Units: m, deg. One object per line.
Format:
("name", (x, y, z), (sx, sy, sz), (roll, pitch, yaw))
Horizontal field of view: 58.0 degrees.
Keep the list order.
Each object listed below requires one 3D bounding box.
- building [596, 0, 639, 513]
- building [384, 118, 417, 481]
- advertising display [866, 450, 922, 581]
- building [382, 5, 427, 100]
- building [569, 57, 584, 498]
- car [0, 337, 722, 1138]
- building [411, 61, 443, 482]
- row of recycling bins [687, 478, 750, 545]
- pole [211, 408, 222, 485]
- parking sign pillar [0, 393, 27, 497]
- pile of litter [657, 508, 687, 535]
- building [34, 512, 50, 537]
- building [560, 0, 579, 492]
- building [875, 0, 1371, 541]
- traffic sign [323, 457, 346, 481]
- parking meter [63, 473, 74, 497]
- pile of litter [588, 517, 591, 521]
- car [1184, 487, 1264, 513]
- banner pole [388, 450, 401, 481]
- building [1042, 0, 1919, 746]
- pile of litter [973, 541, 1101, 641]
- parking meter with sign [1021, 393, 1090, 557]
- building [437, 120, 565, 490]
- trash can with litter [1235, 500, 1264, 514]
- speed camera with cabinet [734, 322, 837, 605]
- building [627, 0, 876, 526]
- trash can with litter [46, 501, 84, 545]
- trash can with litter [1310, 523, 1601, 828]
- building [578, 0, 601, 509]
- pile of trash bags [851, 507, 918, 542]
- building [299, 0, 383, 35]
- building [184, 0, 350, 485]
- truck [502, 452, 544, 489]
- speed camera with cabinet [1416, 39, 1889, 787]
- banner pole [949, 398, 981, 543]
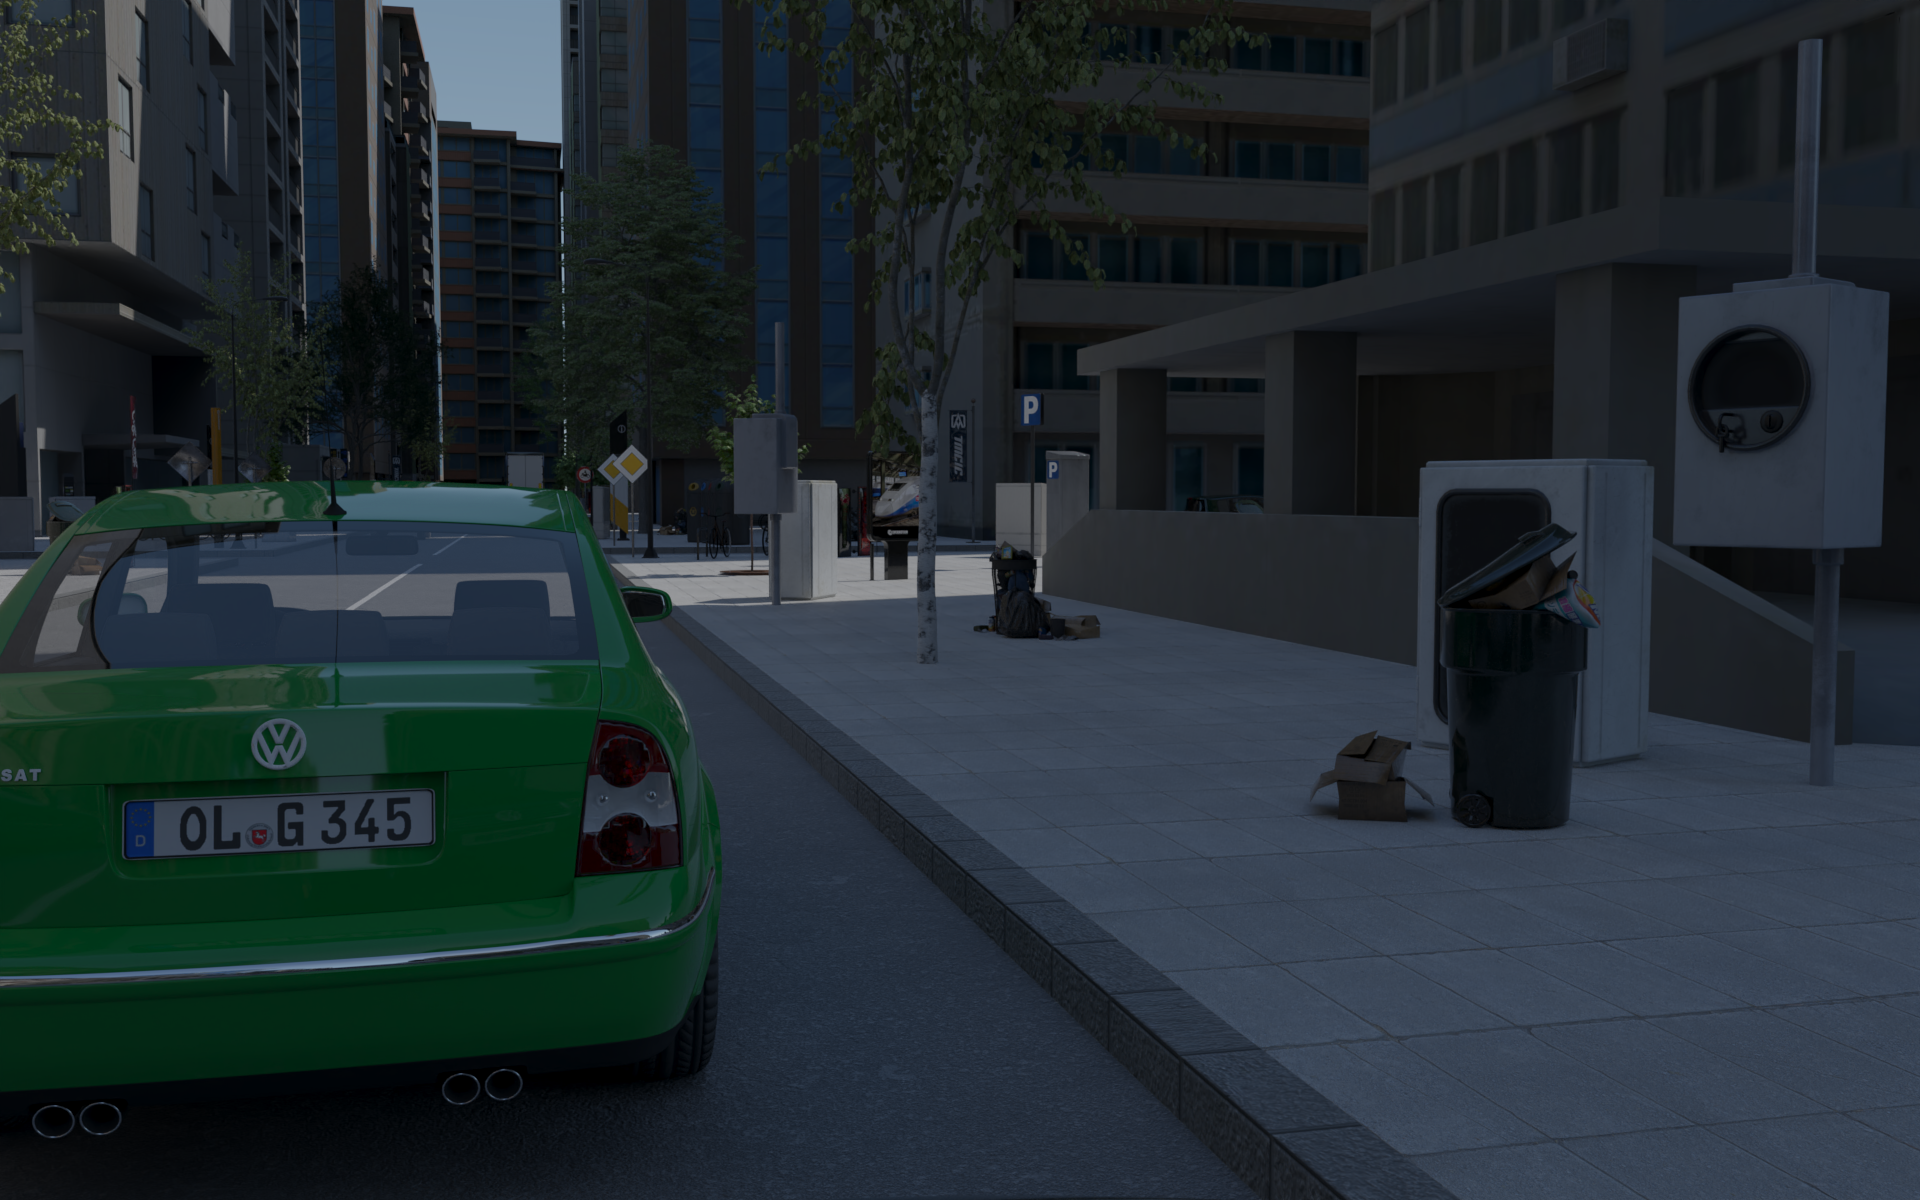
("building", (-19.300, -27.096, 126.614), (14.154, 41.232, 14.086), (-1, 4, -14))
("building", (-49.388, -22.026, 131.827), (14.160, 30.474, 14.107), (-1, 4, -14))
("advertising display", (-0.957, -1.266, 25.909), (0.974, 1.923, 0.123), (-2, 4, -35))
("building", (-58.480, -30.425, 152.069), (22.147, 44.769, 28.867), (-1, 4, -14))
("building", (-30.157, -29.592, 167.424), (14.154, 41.232, 14.086), (-1, 4, -14))
("car", (-1.824, 0.209, 5.386), (1.959, 1.807, 4.718), (-1, 4, -14))
("building", (-60.340, -32.113, 175.163), (14.200, 45.320, 14.600), (-1, 4, -14))
("row of recycling bins", (-6.237, -2.307, 44.829), (1.069, 1.692, 3.534), (-2, 4, -23))
("pole", (-17.586, -2.885, 41.013), (0.158, 3.312, 0.155), (0, 3, 0))
("parking sign pillar", (-25.907, -3.559, 46.670), (1.447, 3.967, 1.447), (0, 4, 2))
("pile of litter", (-9.060, -2.485, 54.601), (1.176, 0.858, 1.719), (2, 4, 25))
("building", (-40.930, -28.725, 58.899), (28.713, 52.752, 27.495), (-1, 4, -14))
("building", (-37.670, -47.250, 210.782), (20.611, 71.187, 20.563), (-1, 4, -14))
("building", (8.243, -26.612, 58.802), (21.600, 48.544, 21.300), (-1, 4, -14))
("traffic sign", (-21.613, -3.656, 59.876), (0.768, 2.556, 0.104), (0, 4, -6))
("parking meter", (-25.067, -2.631, 48.733), (0.255, 1.863, 0.399), (-2, 4, -31))
("pile of litter", (-15.670, -3.712, 74.653), (1.719, 0.858, 1.176), (0, 4, 7))
("car", (7.379, -2.058, 43.440), (4.222, 1.686, 2.009), (-1, 4, -12))
("banner pole", (-32.136, -6.623, 98.307), (0.863, 3.779, 0.401), (-1, 4, -19))
("building", (18.359, -19.958, 18.188), (32.217, 40.220, 23.993), (-1, 4, -14))
("pile of litter", (0.719, -0.123, 15.968), (1.176, 0.858, 1.719), (0, 4, -2))
("parking meter with sign", (1.933, -2.108, 30.720), (1.738, 3.016, 0.543), (-3, 4, -36))
("building", (-61.684, -33.702, 205.657), (28.867, 44.769, 22.147), (-1, 4, -14))
("trash can with litter", (5.579, -1.298, 32.615), (0.624, 1.170, 1.055), (-1, 4, -13))
("speed camera with cabinet", (-2.074, -1.616, 20.765), (0.660, 3.252, 2.038), (1, 4, 15))
("building", (-7.087, -26.013, 75.424), (14.600, 45.320, 14.200), (-1, 4, -14))
("trash can with litter", (-14.070, -0.994, 27.637), (1.055, 1.170, 0.624), (2, 4, 31))
("trash can with litter", (1.914, 0.282, 6.778), (1.055, 1.170, 0.624), (1, 4, 12))
("building", (-21.571, -37.020, 147.274), (21.231, 58.520, 28.212), (-1, 4, -14))
("pile of trash bags", (-2.785, -2.253, 46.583), (3.447, 1.369, 1.912), (-3, 5, -44))
("building", (-46.750, -28.585, 117.471), (14.600, 45.320, 14.200), (-1, 4, -14))
("building", (-44.039, -39.935, 91.188), (20.563, 71.187, 20.611), (-1, 4, -14))
("truck", (-30.614, -8.108, 121.476), (2.839, 4.237, 11.283), (-1, 4, -15))
("speed camera with cabinet", (3.143, -0.841, 8.087), (0.660, 3.252, 2.038), (-3, 4, -38))
("banner pole", (0.118, -3.385, 45.365), (0.863, 3.779, 0.401), (0, 4, -3))
